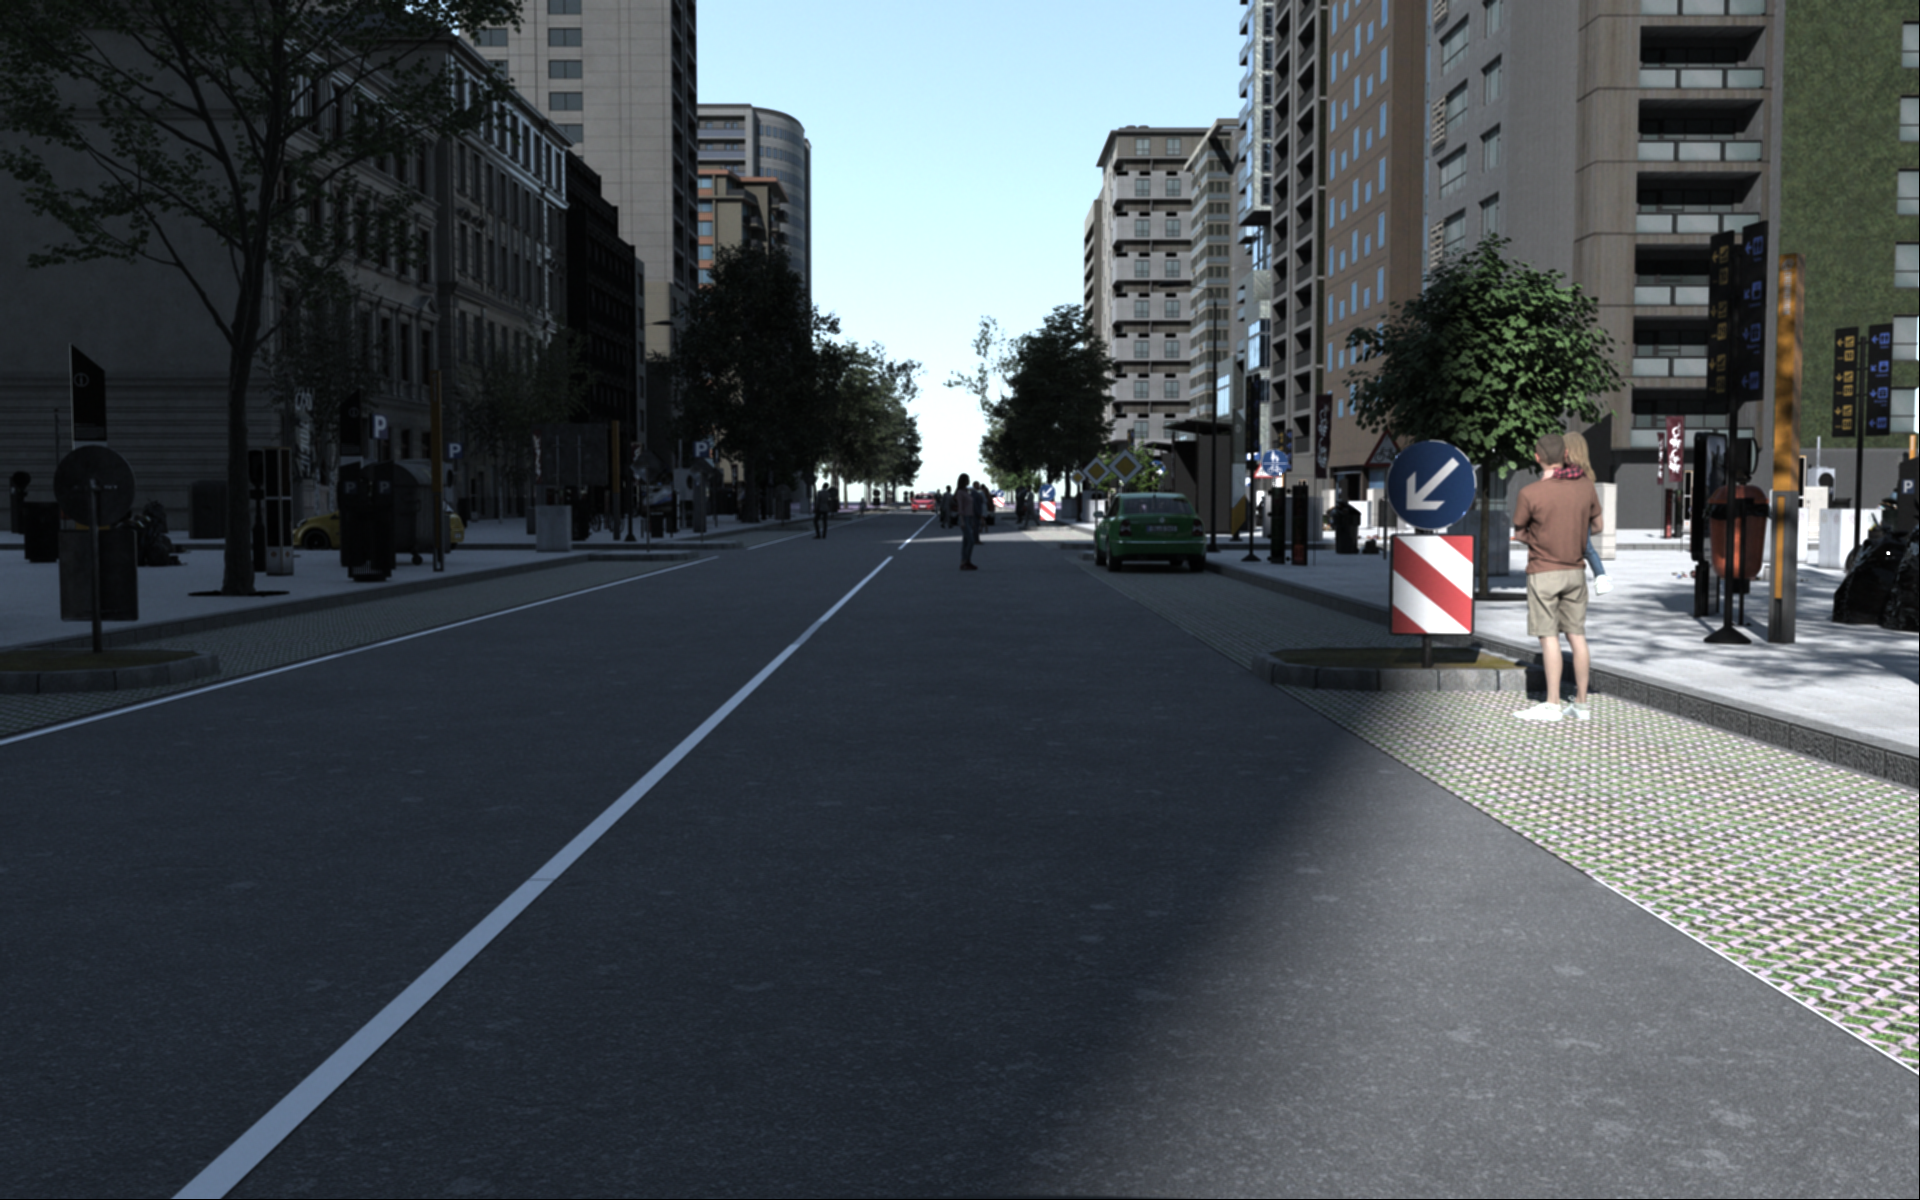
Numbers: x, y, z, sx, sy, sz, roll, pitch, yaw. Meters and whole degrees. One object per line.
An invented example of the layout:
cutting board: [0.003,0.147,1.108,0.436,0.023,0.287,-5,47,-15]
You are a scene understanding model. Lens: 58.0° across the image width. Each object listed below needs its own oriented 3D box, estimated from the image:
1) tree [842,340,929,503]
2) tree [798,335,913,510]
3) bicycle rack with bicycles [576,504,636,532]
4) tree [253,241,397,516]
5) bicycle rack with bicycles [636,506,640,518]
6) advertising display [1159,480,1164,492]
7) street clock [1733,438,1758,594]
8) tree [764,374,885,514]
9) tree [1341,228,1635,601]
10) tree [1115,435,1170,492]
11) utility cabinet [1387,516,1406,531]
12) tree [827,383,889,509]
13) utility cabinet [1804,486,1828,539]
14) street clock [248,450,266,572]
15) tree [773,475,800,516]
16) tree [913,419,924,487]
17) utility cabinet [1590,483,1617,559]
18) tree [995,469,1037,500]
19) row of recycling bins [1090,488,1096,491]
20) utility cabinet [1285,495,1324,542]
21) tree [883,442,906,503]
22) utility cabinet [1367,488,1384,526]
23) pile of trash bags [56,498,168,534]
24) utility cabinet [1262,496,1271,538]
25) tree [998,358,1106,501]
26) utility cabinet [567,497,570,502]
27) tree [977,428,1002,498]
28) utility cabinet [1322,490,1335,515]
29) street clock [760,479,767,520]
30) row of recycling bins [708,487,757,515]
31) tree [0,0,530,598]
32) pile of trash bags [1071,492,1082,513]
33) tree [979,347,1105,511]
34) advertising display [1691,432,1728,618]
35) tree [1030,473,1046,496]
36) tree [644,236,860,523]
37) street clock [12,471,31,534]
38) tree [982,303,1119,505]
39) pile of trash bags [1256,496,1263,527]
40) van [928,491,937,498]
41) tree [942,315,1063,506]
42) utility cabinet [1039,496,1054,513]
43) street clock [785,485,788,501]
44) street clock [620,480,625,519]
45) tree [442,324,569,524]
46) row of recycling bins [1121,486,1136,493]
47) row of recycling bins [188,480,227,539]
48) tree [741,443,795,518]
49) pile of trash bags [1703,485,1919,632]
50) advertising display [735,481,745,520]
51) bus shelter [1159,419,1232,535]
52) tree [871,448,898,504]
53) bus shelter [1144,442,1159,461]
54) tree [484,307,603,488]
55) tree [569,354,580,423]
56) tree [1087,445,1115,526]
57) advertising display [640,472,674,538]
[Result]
tree: [-10.459,-22.018,215.890,12.611,20.169,13.585,0,3,0]
tree: [-9.816,-14.192,138.688,9.857,13.997,8.962,0,3,0]
bicycle rack with bicycles: [-12.768,-2.762,58.534,2.852,0.926,2.925,-1,4,-23]
tree: [-18.493,-6.085,49.849,4.360,8.622,3.978,0,3,0]
bicycle rack with bicycles: [-18.214,-4.926,93.920,2.925,0.926,2.852,0,4,-5]
advertising display: [8.883,-4.393,77.036,0.123,1.923,0.974,1,4,22]
street clock: [10.081,-1.086,22.325,0.358,2.002,0.471,3,5,41]
tree: [-9.659,-11.873,128.537,8.767,10.594,7.601,0,4,1]
tree: [6.548,-2.298,21.285,4.285,4.588,4.351,0,3,0]
tree: [6.093,-3.819,57.035,1.663,3.219,1.824,0,3,0]
utility cabinet: [15.386,-3.060,61.190,0.306,1.237,1.020,3,5,44]
tree: [-10.098,-13.928,153.470,9.928,11.665,9.643,0,3,0]
utility cabinet: [23.658,-2.438,48.544,1.173,1.500,0.318,2,4,23]
street clock: [-11.549,-1.464,28.514,0.471,2.002,0.358,0,4,-2]
tree: [-10.101,-6.426,99.671,1.663,3.219,1.824,0,3,0]
tree: [-10.251,-17.469,192.277,9.857,13.997,8.962,0,3,0]
utility cabinet: [12.514,-1.561,34.201,0.318,1.500,1.173,-1,4,-10]
tree: [5.770,-11.170,166.349,4.285,4.588,4.351,0,3,0]
row of recycling bins: [8.158,-5.804,102.013,1.069,1.692,3.534,0,4,-1]
utility cabinet: [9.355,-2.198,47.094,1.020,1.237,0.306,3,5,40]
tree: [-9.179,-17.744,240.476,4.737,8.622,4.395,0,3,0]
utility cabinet: [16.457,-3.657,68.479,0.318,1.500,1.173,3,4,38]
pile of trash bags: [-27.511,-2.847,56.299,3.447,1.369,1.912,-1,4,-12]
utility cabinet: [9.340,-2.411,50.576,1.020,1.237,0.306,3,5,43]
tree: [6.222,-11.028,114.716,8.767,10.594,7.601,3,5,43]
utility cabinet: [-11.698,-2.457,51.338,0.306,1.237,1.020,-1,4,-14]
tree: [6.213,-20.932,267.986,9.928,11.665,9.643,0,3,0]
utility cabinet: [17.902,-4.621,84.235,0.318,1.500,1.173,0,4,-6]
street clock: [-9.664,-4.934,85.235,0.358,2.002,0.471,1,4,16]
row of recycling bins: [-14.529,-6.367,111.217,3.534,1.692,1.069,-3,5,-39]
tree: [-8.973,-5.863,21.609,9.928,11.665,9.643,0,3,0]
pile of trash bags: [8.111,-6.600,117.661,1.912,1.369,3.447,0,4,-6]
tree: [6.651,-13.024,129.946,9.611,12.733,9.660,0,3,0]
advertising display: [7.909,-0.799,18.285,0.123,1.923,0.974,3,4,36]
tree: [6.486,-9.262,146.043,1.663,3.219,1.824,0,3,0]
tree: [-9.315,-9.790,77.072,9.611,12.733,9.660,0,3,0]
street clock: [-29.857,-3.094,55.149,0.471,2.002,0.358,0,4,2]
tree: [6.108,-11.336,103.476,7.486,12.596,7.792,0,3,0]
pile of trash bags: [11.985,-3.602,68.643,3.447,1.369,1.912,1,4,22]
van: [-4.391,-16.331,274.027,2.013,2.044,4.112,0,4,2]
tree: [4.979,-20.061,183.885,12.611,20.169,13.585,0,3,0]
utility cabinet: [5.800,-6.415,116.042,1.020,1.237,0.306,-1,4,-18]
street clock: [-9.701,-5.582,95.840,0.471,2.002,0.358,-1,4,-12]
street clock: [-17.524,-5.220,89.918,0.358,2.002,0.471,0,4,-3]
tree: [-19.857,-7.568,74.101,4.360,8.622,3.978,0,3,0]
row of recycling bins: [8.594,-5.139,91.132,1.069,1.692,3.534,1,4,20]
row of recycling bins: [-21.855,-2.679,50.917,1.069,1.692,3.534,-1,4,-11]
tree: [-10.110,-6.677,92.883,4.285,4.588,4.351,0,3,0]
pile of trash bags: [9.047,-0.430,16.778,3.447,1.369,1.912,1,4,13]
advertising display: [-10.777,-4.872,84.871,0.123,1.923,0.974,1,4,18]
bus shelter: [7.948,-4.057,57.616,1.731,3.624,6.357,0,3,0]
tree: [-10.224,-17.004,228.382,4.360,8.622,3.978,0,3,0]
bus shelter: [9.533,-5.495,81.132,1.731,3.624,6.357,0,3,0]
tree: [-16.122,-7.156,67.361,4.737,8.622,4.395,0,3,0]
tree: [-20.028,-8.096,82.737,4.360,8.622,3.978,0,3,0]
tree: [5.856,-4.542,68.855,1.663,3.219,1.824,0,3,0]
advertising display: [-8.904,-2.791,50.851,0.974,1.923,0.123,-1,4,-14]
